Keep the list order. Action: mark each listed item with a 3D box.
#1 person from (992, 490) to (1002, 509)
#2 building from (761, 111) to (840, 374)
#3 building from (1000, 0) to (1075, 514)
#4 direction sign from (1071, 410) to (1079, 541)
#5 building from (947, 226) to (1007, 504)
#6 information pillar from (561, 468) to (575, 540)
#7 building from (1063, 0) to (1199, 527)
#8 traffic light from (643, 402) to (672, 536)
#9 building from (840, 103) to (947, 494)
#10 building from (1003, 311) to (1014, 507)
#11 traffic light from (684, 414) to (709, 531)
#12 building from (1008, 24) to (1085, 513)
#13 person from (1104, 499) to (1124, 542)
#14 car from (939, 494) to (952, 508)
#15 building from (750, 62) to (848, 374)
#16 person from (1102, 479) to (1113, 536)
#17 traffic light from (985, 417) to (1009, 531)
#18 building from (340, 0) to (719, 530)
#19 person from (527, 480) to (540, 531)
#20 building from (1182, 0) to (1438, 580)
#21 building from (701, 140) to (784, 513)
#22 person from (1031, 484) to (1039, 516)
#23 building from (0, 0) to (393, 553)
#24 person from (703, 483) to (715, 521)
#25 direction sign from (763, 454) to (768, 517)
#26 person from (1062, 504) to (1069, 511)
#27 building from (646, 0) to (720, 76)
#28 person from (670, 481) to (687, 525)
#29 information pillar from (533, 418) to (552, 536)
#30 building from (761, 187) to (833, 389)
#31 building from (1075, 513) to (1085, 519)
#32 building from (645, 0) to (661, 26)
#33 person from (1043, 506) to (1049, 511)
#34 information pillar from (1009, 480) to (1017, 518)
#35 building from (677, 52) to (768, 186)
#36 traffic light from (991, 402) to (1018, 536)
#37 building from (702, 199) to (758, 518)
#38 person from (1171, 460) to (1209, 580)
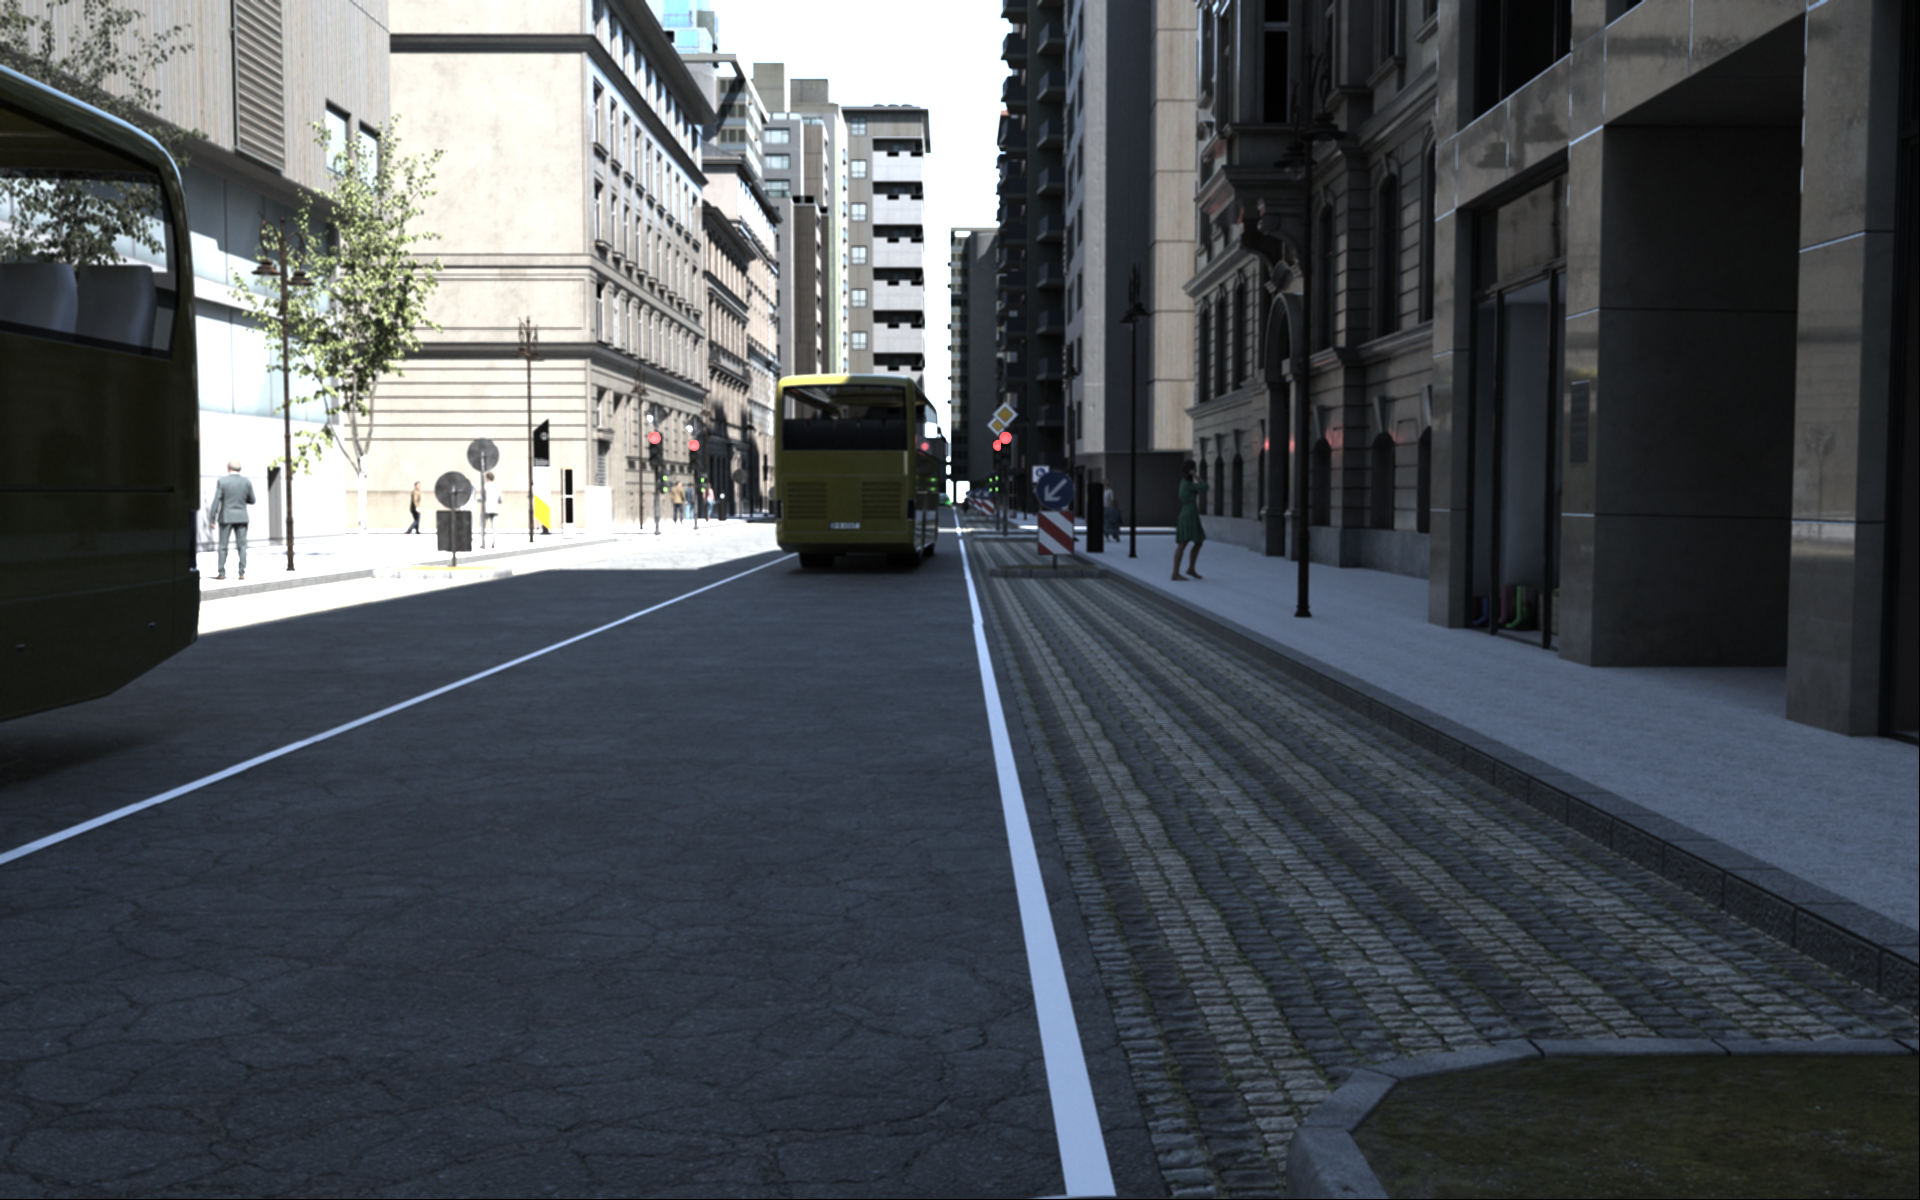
[{"bbox_3d":[3.208,-8.703,149.067,0.721,1.736,1.217,-3,5,-41],"label":"person"},{"bbox_3d":[-20.039,-30.390,180.469,14.154,41.232,14.086,0,4,0],"label":"building"},{"bbox_3d":[13.997,-28.522,120.960,22.147,44.769,28.867,0,4,0],"label":"building"},{"bbox_3d":[3.059,-3.363,46.989,0.379,3.537,0.876,0,4,-2],"label":"direction sign"},{"bbox_3d":[10.194,-33.272,235.870,23.993,40.220,32.217,0,4,0],"label":"building"},{"bbox_3d":[-10.957,-2.685,48.386,0.304,2.012,0.304,-2,4,-27],"label":"information pillar"},{"bbox_3d":[11.534,-23.549,68.615,14.086,41.232,14.154,0,4,0],"label":"building"},{"bbox_3d":[-9.205,-3.898,52.645,0.839,4.253,0.868,0,4,0],"label":"traffic light"},{"bbox_3d":[-15.542,-39.425,233.842,27.495,52.752,28.713,0,4,0],"label":"building"},{"bbox_3d":[18.383,-19.680,166.805,27.650,21.520,28.899,0,4,0],"label":"building"},{"bbox_3d":[-9.244,-4.386,60.630,0.839,4.253,0.868,0,4,0],"label":"traffic light"},{"bbox_3d":[11.400,-30.203,143.926,14.600,45.320,14.200,0,4,0],"label":"building"},{"bbox_3d":[3.991,-2.144,46.602,1.012,1.151,0.738,0,4,-7],"label":"person"},{"bbox_3d":[-1.782,-10.349,178.010,1.959,1.807,4.718,0,4,1],"label":"car"},{"bbox_3d":[-24.062,-35.212,199.416,21.600,48.544,21.300,0,4,0],"label":"building"},{"bbox_3d":[4.403,-2.825,52.912,0.731,1.740,0.598,2,4,27],"label":"person"},{"bbox_3d":[1.317,-4.390,60.698,0.839,4.253,0.868,0,4,0],"label":"traffic light"},{"bbox_3d":[-20.511,-14.827,75.703,16.112,22.955,30.059,0,4,0],"label":"building"},{"bbox_3d":[-14.869,-3.304,60.406,0.374,1.781,0.599,2,4,29],"label":"person"},{"bbox_3d":[12.096,-13.140,33.926,14.460,24.649,34.723,0,4,0],"label":"building"},{"bbox_3d":[-19.813,-19.884,122.359,12.463,27.353,25.104,0,4,0],"label":"building"},{"bbox_3d":[4.390,-5.836,101.241,0.755,1.850,0.659,-3,5,-43],"label":"person"},{"bbox_3d":[-28.707,-27.195,33.877,27.495,52.752,28.713,0,4,0],"label":"building"},{"bbox_3d":[-12.084,-4.732,83.421,0.555,1.821,0.388,0,4,-2],"label":"person"},{"bbox_3d":[-11.116,-6.549,99.070,0.379,3.537,0.876,-1,4,-16],"label":"direction sign"},{"bbox_3d":[4.199,-3.540,68.606,0.352,1.250,0.332,-3,5,-44],"label":"person"},{"bbox_3d":[-44.774,-56.087,229.685,31.000,86.520,22.319,0,4,0],"label":"building"},{"bbox_3d":[-11.652,-4.029,71.825,0.656,1.842,0.836,-2,4,-25],"label":"person"},{"bbox_3d":[-12.903,-3.799,53.475,0.504,3.616,0.183,-2,4,-26],"label":"information pillar"},{"bbox_3d":[-19.743,-24.160,166.718,14.160,30.474,14.107,0,4,0],"label":"building"},{"bbox_3d":[12.937,-26.778,87.928,14.600,45.320,14.200,0,4,0],"label":"building"},{"bbox_3d":[-49.090,-40.238,199.897,28.212,58.520,21.231,0,4,0],"label":"building"},{"bbox_3d":[4.909,-5.368,98.478,0.362,1.253,0.373,0,4,-6],"label":"person"},{"bbox_3d":[2.801,-5.338,91.770,0.304,2.012,0.304,3,5,42],"label":"information pillar"},{"bbox_3d":[-29.775,-27.858,147.356,32.217,40.220,23.993,0,4,0],"label":"building"},{"bbox_3d":[1.356,-3.902,52.713,0.839,4.253,0.868,0,4,0],"label":"traffic light"},{"bbox_3d":[-18.012,-14.424,100.459,10.561,19.102,19.286,0,4,0],"label":"building"},{"bbox_3d":[3.396,-1.196,25.840,0.529,1.795,0.600,-1,4,-11],"label":"person"}]
